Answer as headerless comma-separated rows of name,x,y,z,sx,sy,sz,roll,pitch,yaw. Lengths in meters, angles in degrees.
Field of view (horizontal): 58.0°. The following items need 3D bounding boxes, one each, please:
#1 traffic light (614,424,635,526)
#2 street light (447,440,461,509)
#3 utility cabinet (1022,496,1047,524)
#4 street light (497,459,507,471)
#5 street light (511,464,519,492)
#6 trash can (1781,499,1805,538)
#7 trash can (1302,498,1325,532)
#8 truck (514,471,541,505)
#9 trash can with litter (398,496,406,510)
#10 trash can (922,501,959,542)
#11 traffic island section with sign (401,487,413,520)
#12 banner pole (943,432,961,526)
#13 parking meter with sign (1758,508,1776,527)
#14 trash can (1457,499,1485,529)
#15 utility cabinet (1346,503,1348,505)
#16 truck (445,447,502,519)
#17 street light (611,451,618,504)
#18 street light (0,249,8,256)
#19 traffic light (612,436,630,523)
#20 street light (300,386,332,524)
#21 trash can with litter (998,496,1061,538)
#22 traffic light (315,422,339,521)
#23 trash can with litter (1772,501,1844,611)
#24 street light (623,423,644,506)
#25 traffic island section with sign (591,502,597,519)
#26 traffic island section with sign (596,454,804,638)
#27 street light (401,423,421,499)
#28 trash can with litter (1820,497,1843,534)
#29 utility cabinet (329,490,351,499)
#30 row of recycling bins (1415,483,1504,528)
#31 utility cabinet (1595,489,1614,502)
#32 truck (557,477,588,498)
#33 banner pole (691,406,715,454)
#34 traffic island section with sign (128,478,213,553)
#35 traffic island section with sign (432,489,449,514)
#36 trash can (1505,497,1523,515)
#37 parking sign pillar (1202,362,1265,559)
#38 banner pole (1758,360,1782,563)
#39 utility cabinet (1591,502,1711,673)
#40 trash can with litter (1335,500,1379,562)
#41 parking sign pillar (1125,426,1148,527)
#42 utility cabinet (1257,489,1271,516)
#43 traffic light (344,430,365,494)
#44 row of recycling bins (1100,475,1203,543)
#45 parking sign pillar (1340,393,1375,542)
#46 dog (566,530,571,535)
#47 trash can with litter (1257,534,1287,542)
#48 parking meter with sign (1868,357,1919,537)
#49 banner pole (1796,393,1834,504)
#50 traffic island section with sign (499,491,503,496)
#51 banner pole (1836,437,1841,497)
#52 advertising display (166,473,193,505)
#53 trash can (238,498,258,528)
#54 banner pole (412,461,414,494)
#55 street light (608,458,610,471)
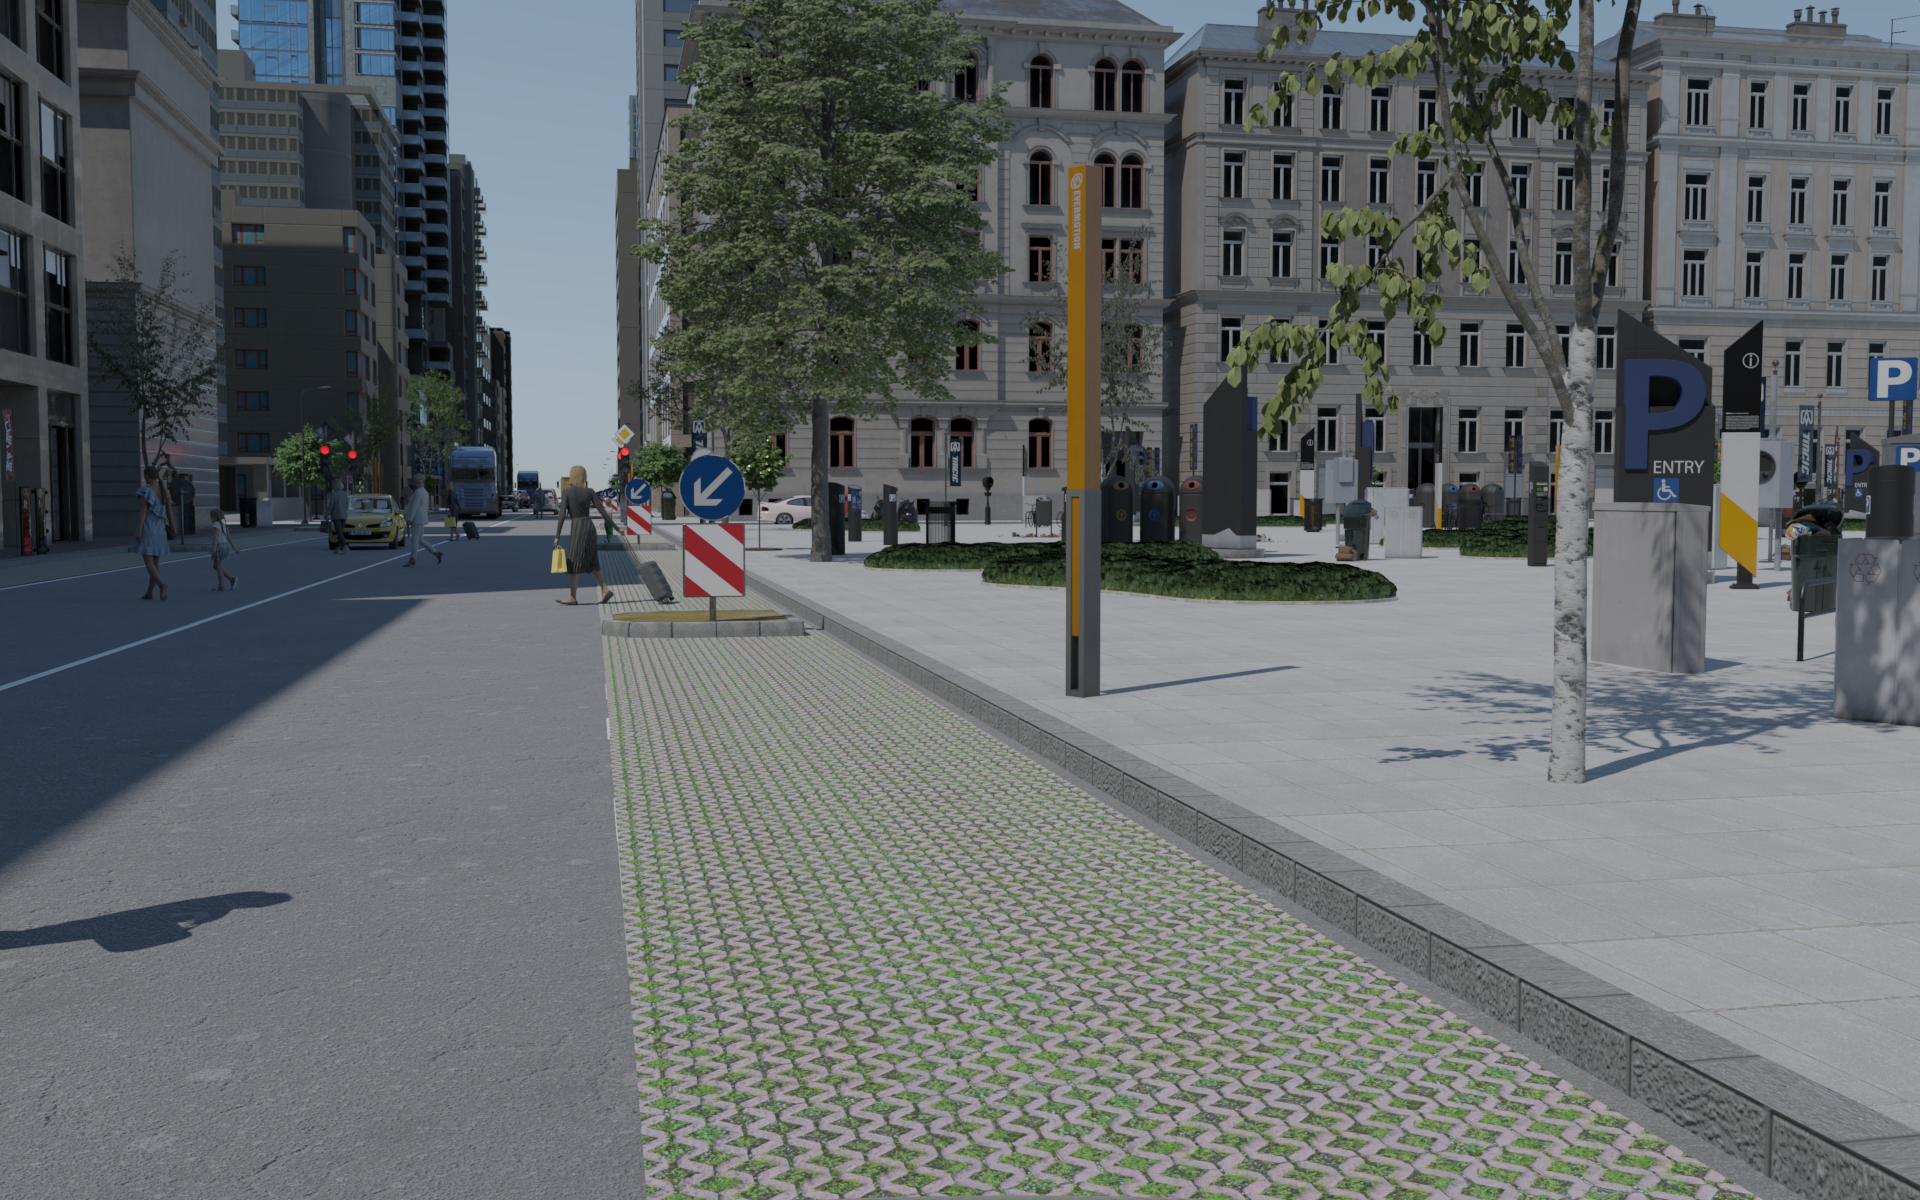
traffic light,-13.488,-4.939,69.669,0.839,4.253,0.868,-1,4,-12
street light,-43.669,-10.827,149.561,1.470,5.913,1.316,-1,4,-12
utility cabinet,3.185,-3.841,73.956,1.020,1.237,0.306,0,4,4
street light,-61.115,-15.813,231.089,1.470,5.913,1.316,-1,4,-12
street light,-69.420,-18.191,269.970,1.470,5.913,1.316,-1,4,-12
trash can,24.453,-2.406,50.994,0.748,1.137,0.748,0,3,0
trash can,11.869,-2.847,58.198,0.748,1.137,0.748,0,3,0
truck,-50.983,-13.195,205.499,2.967,4.110,18.799,-1,4,-12
trash can with litter,-37.407,-6.468,117.141,0.624,1.170,1.055,2,4,29
trash can,-0.392,-1.430,35.028,0.748,1.137,0.748,0,3,0
traffic island section with sign,-31.108,-5.443,97.622,1.989,1.847,2.006,-1,4,-12
banner pole,-0.344,-4.856,69.413,0.863,3.779,0.401,1,4,11
parking meter with sign,31.095,-4.311,66.742,1.738,3.016,0.543,1,4,21
trash can,13.856,-2.163,47.014,0.748,1.137,0.748,0,3,0
utility cabinet,12.331,-2.556,52.952,1.020,1.237,0.306,0,4,-3
truck,-28.994,-7.000,104.210,2.967,4.110,18.799,-1,4,-14
street light,-29.472,-10.931,151.269,1.470,5.913,1.316,-1,4,-12
street light,-18.724,-3.689,32.854,1.470,5.913,1.316,-1,4,-12
traffic light,-15.157,-5.416,77.478,0.839,4.253,0.868,-1,4,-12
street light,-27.776,-6.252,74.759,1.470,5.913,1.316,-1,4,-12
trash can with litter,2.214,-2.478,51.576,2.233,1.210,1.678,2,4,33
traffic light,-24.596,-4.793,67.288,0.839,4.253,0.868,-1,4,-12
trash can with litter,9.347,-0.474,19.130,0.624,1.170,1.055,1,4,14
street light,-21.253,-8.588,112.947,1.470,5.913,1.316,-1,4,-12
traffic island section with sign,-8.371,-2.189,44.425,1.989,1.847,2.006,-1,4,-12
traffic island section with sign,-2.736,-0.577,18.063,1.989,1.847,2.006,-1,4,-12
street light,-36.027,-8.629,113.628,1.470,5.913,1.316,-1,4,-12
trash can with litter,20.144,-1.736,39.444,1.678,1.210,2.233,-2,4,-33
utility cabinet,-36.193,-5.657,101.163,1.173,1.500,0.318,0,4,6
row of recycling bins,19.015,-3.603,66.016,3.534,1.692,1.069,-1,4,-13
utility cabinet,26.375,-3.765,70.236,1.173,1.500,0.318,3,5,45
truck,-43.319,-12.100,193.765,3.469,3.379,9.791,-1,4,-13
banner pole,-7.214,-3.610,49.040,0.863,3.779,0.401,-2,4,-23
traffic island section with sign,-19.488,-2.118,43.255,1.989,1.847,2.006,-1,4,-12
traffic island section with sign,-36.745,-7.055,123.984,1.989,1.847,2.006,-1,4,-12
trash can,23.377,-3.761,73.145,0.748,1.137,0.748,0,3,0
parking sign pillar,5.439,-2.841,34.917,1.447,3.967,1.447,-2,4,-27
banner pole,15.021,-2.599,32.509,0.401,3.779,0.863,-3,5,-43
utility cabinet,5.115,-0.104,12.867,0.306,1.237,1.020,-1,4,-13
trash can with litter,7.597,-1.336,33.229,0.624,1.170,1.055,2,4,30
parking sign pillar,7.035,-4.930,69.072,1.447,3.967,1.447,2,4,30
utility cabinet,14.328,-4.558,83.200,1.173,1.500,0.318,2,4,23
traffic light,-26.265,-5.271,75.097,0.839,4.253,0.868,-1,4,-12
row of recycling bins,4.763,-1.907,38.295,3.534,1.692,1.069,1,4,17
parking sign pillar,10.964,-3.579,46.992,1.447,3.967,1.447,1,4,16
dog,-13.685,-2.712,61.170,0.800,0.831,0.513,-3,5,-45
trash can with litter,8.052,-2.384,50.042,2.233,1.210,1.678,-3,5,-41
parking meter with sign,11.661,-1.540,21.432,0.543,3.016,1.738,1,4,19
banner pole,21.112,-3.240,42.997,0.863,3.779,0.401,-1,4,-18
traffic island section with sign,-52.867,-11.671,199.443,1.989,1.847,2.006,-1,4,-12
banner pole,38.385,-5.270,76.179,0.863,3.779,0.401,0,4,-5
advertising display,-24.460,-3.004,54.323,0.974,1.923,0.123,1,4,22
trash can,-27.175,-3.332,66.129,0.748,1.137,0.748,0,3,0
banner pole,-41.252,-8.600,130.624,0.401,3.779,0.863,-2,4,-25
street light,-37.092,-13.143,187.433,1.470,5.913,1.316,-1,4,-12
